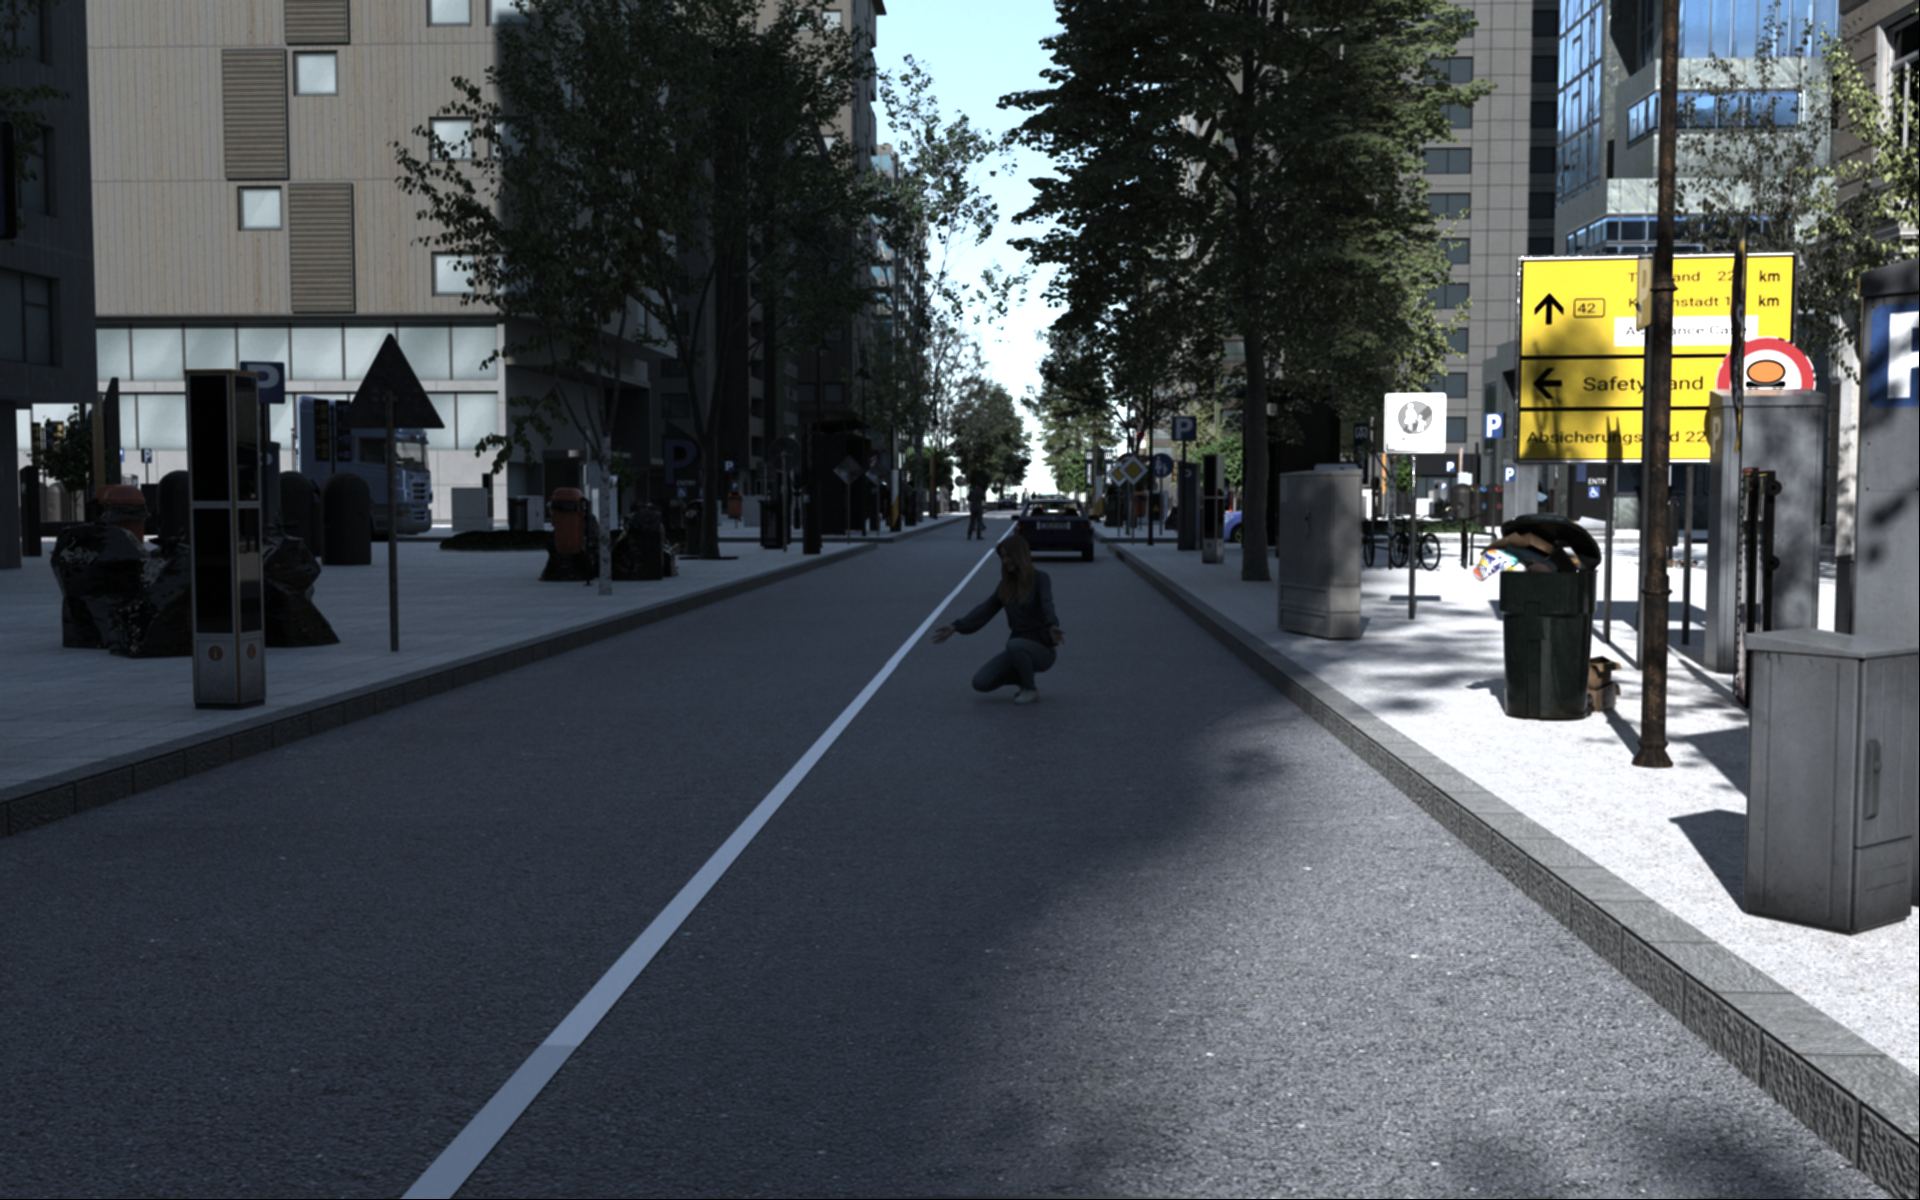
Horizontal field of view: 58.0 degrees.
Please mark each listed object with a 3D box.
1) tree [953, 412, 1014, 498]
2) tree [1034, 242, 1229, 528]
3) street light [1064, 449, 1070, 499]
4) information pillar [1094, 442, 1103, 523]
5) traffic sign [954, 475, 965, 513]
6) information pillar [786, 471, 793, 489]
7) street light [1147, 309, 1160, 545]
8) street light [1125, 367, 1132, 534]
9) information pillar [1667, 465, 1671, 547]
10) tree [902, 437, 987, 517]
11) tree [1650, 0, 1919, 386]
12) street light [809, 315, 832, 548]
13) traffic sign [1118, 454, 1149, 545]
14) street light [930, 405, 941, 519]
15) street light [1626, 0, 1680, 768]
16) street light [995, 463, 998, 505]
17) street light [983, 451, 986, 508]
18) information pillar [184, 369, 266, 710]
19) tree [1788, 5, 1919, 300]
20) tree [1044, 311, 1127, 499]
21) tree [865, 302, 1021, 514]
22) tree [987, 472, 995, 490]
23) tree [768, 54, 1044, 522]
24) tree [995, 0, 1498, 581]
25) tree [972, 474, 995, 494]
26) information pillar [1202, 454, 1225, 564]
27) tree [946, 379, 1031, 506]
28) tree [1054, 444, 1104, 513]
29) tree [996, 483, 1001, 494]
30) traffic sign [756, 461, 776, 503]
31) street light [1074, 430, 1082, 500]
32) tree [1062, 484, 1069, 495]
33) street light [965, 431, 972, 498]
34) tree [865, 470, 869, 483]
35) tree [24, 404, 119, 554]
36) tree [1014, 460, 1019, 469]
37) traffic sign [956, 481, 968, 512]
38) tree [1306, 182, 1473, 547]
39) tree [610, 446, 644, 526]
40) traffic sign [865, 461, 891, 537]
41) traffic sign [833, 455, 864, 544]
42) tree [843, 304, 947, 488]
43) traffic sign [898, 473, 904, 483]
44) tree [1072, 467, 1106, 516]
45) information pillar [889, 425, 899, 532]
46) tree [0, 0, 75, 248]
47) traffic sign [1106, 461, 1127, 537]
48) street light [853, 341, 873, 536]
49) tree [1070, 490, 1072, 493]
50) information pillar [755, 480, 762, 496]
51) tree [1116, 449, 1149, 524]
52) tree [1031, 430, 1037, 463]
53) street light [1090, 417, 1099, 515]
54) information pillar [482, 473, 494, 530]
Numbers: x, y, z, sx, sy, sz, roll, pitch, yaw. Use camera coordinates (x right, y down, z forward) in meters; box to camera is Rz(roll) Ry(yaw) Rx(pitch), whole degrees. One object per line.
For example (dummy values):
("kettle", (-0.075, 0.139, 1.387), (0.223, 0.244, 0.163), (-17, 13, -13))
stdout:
("tree", (1.530, -12.252, 150.683), (4.360, 8.622, 3.978), (0, 3, 0))
("tree", (6.397, -7.991, 65.062), (8.767, 10.594, 7.601), (2, 4, 28))
("street light", (10.521, -11.867, 166.816), (0.468, 5.910, 1.993), (0, 4, 3))
("information pillar", (6.278, -5.307, 78.121), (0.183, 3.616, 0.504), (3, 4, 36))
("traffic sign", (-0.017, -7.216, 118.085), (0.768, 2.556, 0.104), (1, 4, 12))
("information pillar", (-8.530, -5.838, 86.798), (0.183, 3.616, 0.504), (-3, 4, -38))
("street light", (4.778, -4.310, 43.254), (0.468, 5.910, 1.993), (0, 4, 3))
("street light", (5.373, -5.046, 55.296), (0.468, 5.910, 1.993), (0, 4, 3))
("information pillar", (17.176, -3.106, 42.143), (0.183, 3.616, 0.504), (3, 5, 41))
("tree", (-1.672, -7.048, 98.943), (4.285, 4.588, 4.351), (0, 3, 0))
("tree", (12.748, -4.678, 26.850), (4.360, 8.622, 3.978), (0, 3, 0))
("street light", (-3.378, -4.196, 41.394), (0.468, 5.910, 1.993), (0, 4, 3))
("traffic sign", (4.391, -2.465, 43.940), (0.795, 2.450, 0.064), (0, 4, 3))
("street light", (-1.214, -7.028, 87.694), (0.468, 5.910, 1.993), (0, 4, 3))
("street light", (3.277, -2.155, 8.017), (0.468, 5.910, 1.993), (0, 4, 3))
("street light", (4.669, -14.656, 212.407), (0.468, 5.910, 1.993), (0, 4, 3))
("street light", (2.294, -11.712, 164.271), (0.468, 5.910, 1.993), (0, 4, 3))
("information pillar", (-4.400, -0.360, 10.386), (0.304, 2.012, 0.304), (1, 4, 8))
("tree", (12.068, -4.262, 20.047), (4.737, 8.622, 4.395), (0, 3, 0))
("tree", (12.569, -19.653, 177.208), (12.611, 20.169, 13.585), (0, 3, 0))
("tree", (-1.321, -12.312, 111.668), (12.009, 13.543, 11.850), (0, 3, 0))
("tree", (1.789, -11.973, 179.476), (4.285, 4.588, 4.351), (0, 3, 0))
("tree", (-2.787, -13.561, 77.612), (12.611, 20.169, 13.585), (0, 3, 0))
("tree", (4.061, -6.545, 25.136), (7.486, 12.596, 7.792), (0, 3, 0))
("tree", (2.117, -10.586, 167.685), (1.663, 3.219, 1.824), (0, 3, 0))
("information pillar", (4.691, -1.685, 32.049), (0.304, 2.012, 0.304), (3, 4, 38))
("tree", (2.615, -17.405, 191.228), (9.857, 13.997, 8.962), (0, 3, 0))
("tree", (8.264, -7.939, 113.509), (4.285, 4.588, 4.351), (0, 3, 0))
("tree", (4.752, -14.847, 237.343), (1.663, 3.219, 1.824), (0, 3, 0))
("traffic sign", (-6.081, -3.191, 54.303), (0.606, 2.300, 0.079), (0, 4, 3))
("street light", (8.908, -9.712, 131.584), (0.468, 5.910, 1.993), (0, 4, 3))
("tree", (13.216, -13.184, 210.161), (1.663, 3.219, 1.824), (0, 3, 0))
("street light", (0.675, -9.551, 128.939), (0.468, 5.910, 1.993), (0, 4, 3))
("tree", (-6.721, -7.689, 120.318), (1.663, 3.219, 1.824), (0, 3, 0))
("tree", (-18.893, -2.607, 37.219), (1.663, 3.219, 1.824), (0, 3, 0))
("tree", (5.802, -17.895, 242.947), (4.360, 8.622, 3.978), (0, 3, 0))
("traffic sign", (0.151, -7.403, 121.037), (0.884, 2.594, 0.081), (1, 4, 9))
("tree", (10.403, -5.590, 41.761), (4.737, 8.622, 4.395), (0, 3, 0))
("tree", (-13.737, -4.578, 69.452), (1.663, 3.219, 1.824), (0, 3, 0))
("traffic sign", (-2.471, -2.974, 52.274), (0.795, 2.450, 0.064), (0, 4, 3))
("traffic sign", (-2.844, -2.487, 44.298), (0.795, 2.450, 0.064), (0, 4, 3))
("tree", (-2.530, -7.067, 65.908), (4.737, 8.622, 4.395), (0, 3, 0))
("traffic sign", (-3.429, -5.713, 93.410), (0.884, 2.594, 0.081), (1, 4, 9))
("tree", (7.820, -6.468, 100.359), (1.663, 3.219, 1.824), (0, 3, 0))
("information pillar", (-2.216, -4.119, 58.699), (0.183, 3.616, 0.504), (1, 4, 20))
("tree", (-12.819, -4.307, 20.786), (4.737, 8.622, 4.395), (0, 3, 0))
("traffic sign", (4.764, -2.953, 51.917), (0.795, 2.450, 0.064), (0, 4, 3))
("street light", (-2.916, -4.873, 52.466), (0.468, 5.910, 1.993), (0, 4, 3))
("tree", (11.754, -10.569, 167.410), (1.663, 3.219, 1.824), (0, 3, 0))
("information pillar", (-10.369, -5.179, 89.175), (0.304, 2.012, 0.304), (-1, 4, -9))
("tree", (7.403, -4.825, 73.485), (1.663, 3.219, 1.824), (0, 3, 0))
("tree", (6.228, -21.313, 255.115), (9.857, 13.997, 8.962), (0, 3, 0))
("street light", (7.011, -7.201, 90.526), (0.468, 5.910, 1.993), (0, 4, 3))
("information pillar", (-16.742, -3.482, 61.415), (0.304, 2.012, 0.304), (0, 4, 1))
